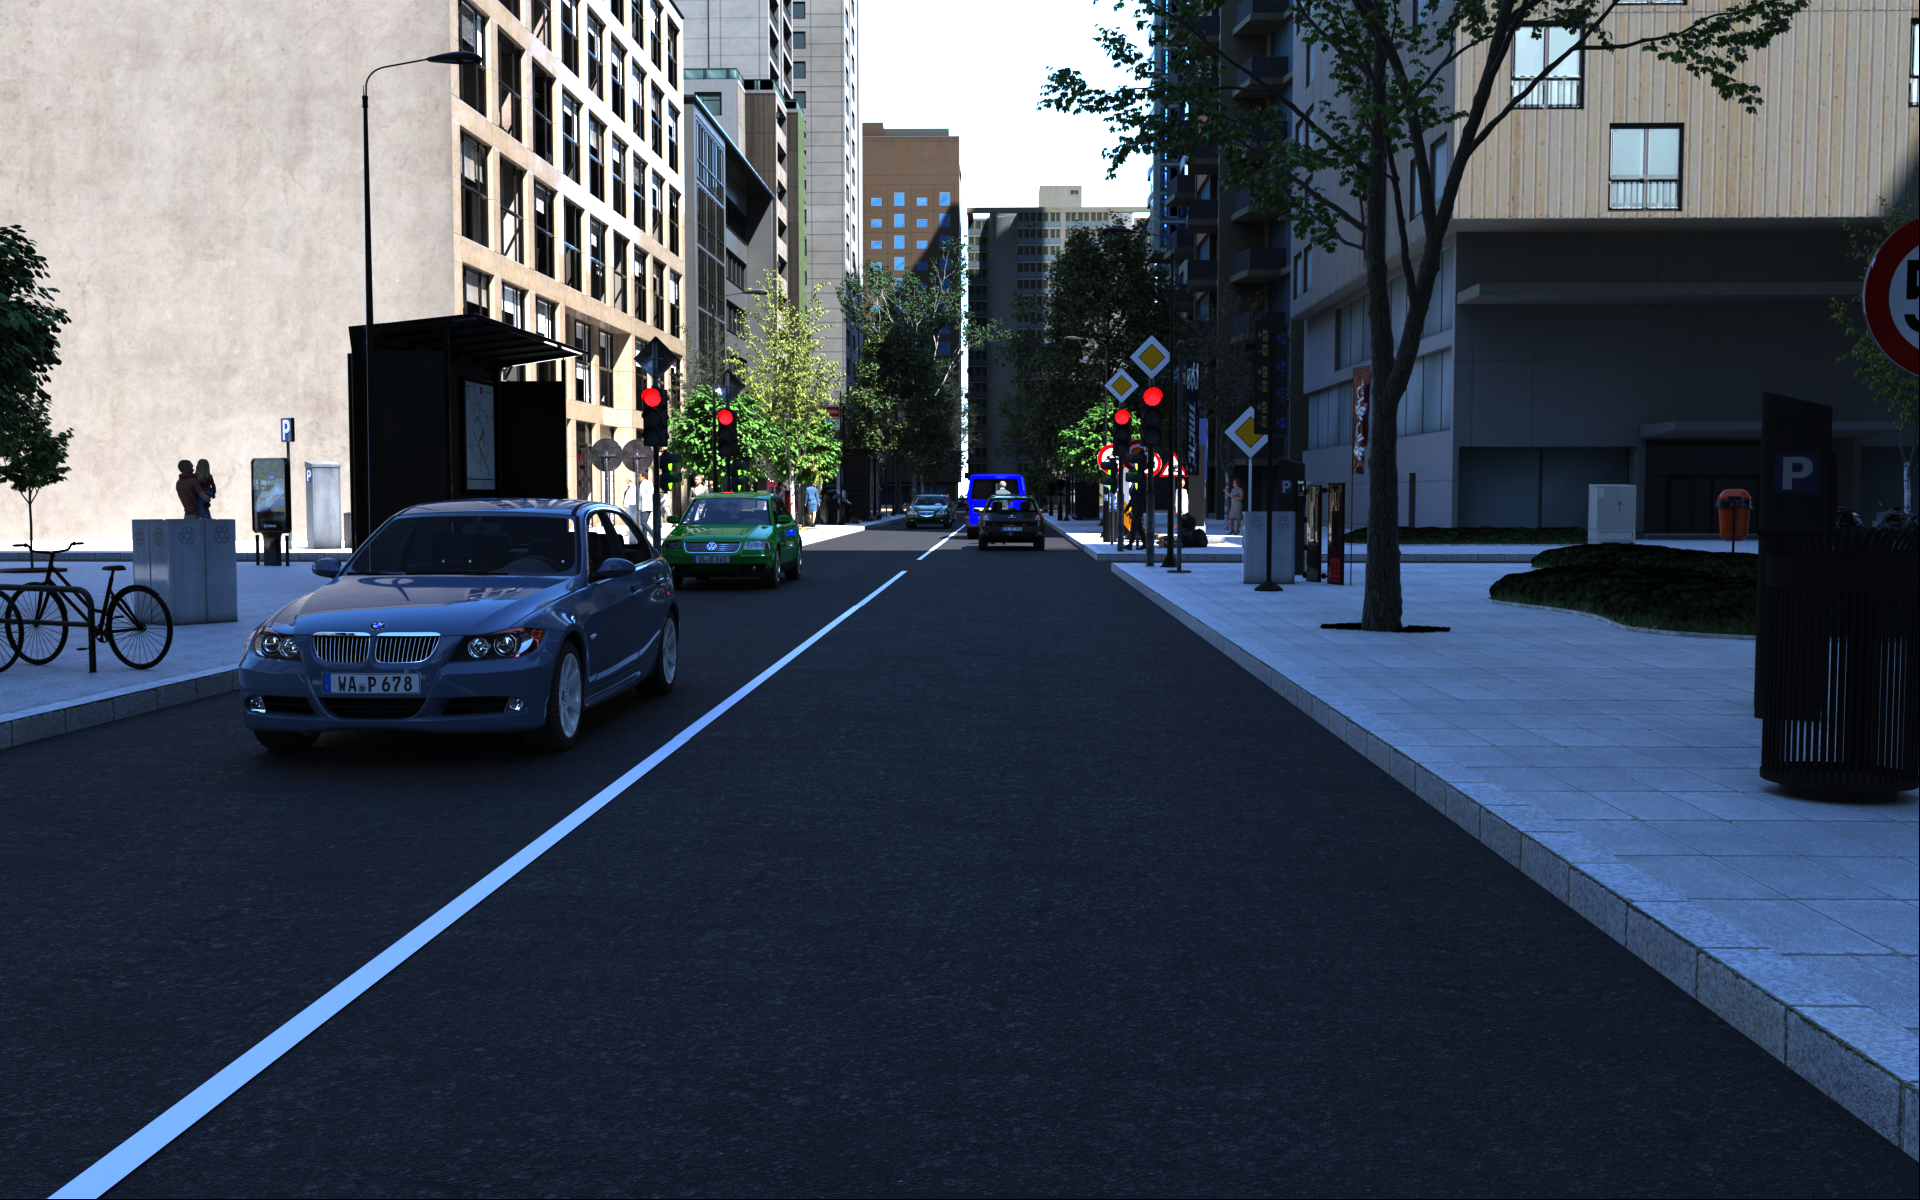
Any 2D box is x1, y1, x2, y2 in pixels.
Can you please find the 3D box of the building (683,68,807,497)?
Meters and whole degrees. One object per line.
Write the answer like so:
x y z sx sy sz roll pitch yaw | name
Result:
-18.530 -21.384 121.334 14.160 30.474 14.107 0 4 2 | building

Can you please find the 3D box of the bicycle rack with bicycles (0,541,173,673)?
-7.494 0.073 12.193 2.925 0.926 2.852 2 4 26 | bicycle rack with bicycles

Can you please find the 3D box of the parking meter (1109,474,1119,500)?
4.439 -2.719 50.167 0.399 1.863 0.255 -1 4 -19 | parking meter

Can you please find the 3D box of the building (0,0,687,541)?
-22.832 -15.855 63.752 19.350 26.468 34.151 0 4 2 | building

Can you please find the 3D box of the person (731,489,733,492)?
-10.833 -4.715 83.313 0.466 1.800 0.511 1 4 13 | person

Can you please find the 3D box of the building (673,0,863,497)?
-20.558 -44.789 170.554 20.611 71.187 20.563 0 4 2 | building

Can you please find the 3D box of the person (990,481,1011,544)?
1.143 -2.496 49.481 0.661 1.801 0.590 -2 4 -28 | person

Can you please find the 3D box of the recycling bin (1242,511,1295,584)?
4.456 -0.763 25.032 0.722 1.027 0.722 0 4 7 | recycling bin

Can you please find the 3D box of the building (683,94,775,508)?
-19.272 -16.970 96.533 14.314 24.678 30.058 0 4 2 | building

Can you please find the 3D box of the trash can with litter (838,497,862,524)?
-4.777 -3.900 75.155 1.055 1.170 0.624 1 4 19 | trash can with litter

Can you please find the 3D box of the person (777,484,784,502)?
-8.351 -4.519 80.523 0.593 1.750 0.643 2 4 27 | person

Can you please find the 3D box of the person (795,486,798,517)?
-9.194 -5.567 97.409 0.601 1.785 0.444 1 4 20 | person

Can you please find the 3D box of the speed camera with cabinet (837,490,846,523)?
-6.054 -5.005 76.171 2.038 3.252 0.660 0 4 0 | speed camera with cabinet

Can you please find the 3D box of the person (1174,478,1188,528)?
6.326 -2.630 49.786 0.760 1.731 0.466 1 4 13 | person

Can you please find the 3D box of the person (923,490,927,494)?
-3.804 -10.968 185.924 0.990 1.755 0.434 2 4 25 | person

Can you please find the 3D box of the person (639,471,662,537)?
-7.676 -2.253 42.722 0.795 1.843 0.661 1 4 18 | person

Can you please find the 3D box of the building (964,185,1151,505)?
12.687 -32.347 220.758 23.993 40.220 32.217 0 4 2 | building

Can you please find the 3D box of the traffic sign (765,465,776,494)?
-7.101 -4.050 66.320 0.768 2.556 0.104 0 4 4 | traffic sign

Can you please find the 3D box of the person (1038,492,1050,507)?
8.565 -10.447 176.873 1.348 1.821 0.705 1 4 12 | person

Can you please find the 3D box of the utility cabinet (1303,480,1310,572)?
5.582 -1.218 28.590 0.318 1.500 1.173 1 4 14 | utility cabinet

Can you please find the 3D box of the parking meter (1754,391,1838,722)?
4.772 -0.255 9.876 0.399 1.863 0.255 2 4 26 | parking meter

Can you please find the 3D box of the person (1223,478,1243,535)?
8.571 -2.946 54.569 0.532 1.782 0.716 -2 4 -32 | person

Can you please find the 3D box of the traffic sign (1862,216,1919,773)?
4.451 -0.475 7.876 0.768 2.556 0.104 0 4 3 | traffic sign

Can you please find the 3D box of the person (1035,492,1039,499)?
7.864 -9.953 169.460 1.217 1.739 0.721 -1 4 -21 | person

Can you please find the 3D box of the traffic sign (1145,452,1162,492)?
5.533 -3.104 50.862 0.768 2.556 0.104 1 4 9 | traffic sign

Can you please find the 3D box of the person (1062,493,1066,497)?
11.376 -10.779 183.009 1.217 1.736 0.721 1 4 18 | person

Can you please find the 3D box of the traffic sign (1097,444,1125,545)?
3.866 -2.682 43.952 0.768 2.556 0.104 0 4 2 | traffic sign

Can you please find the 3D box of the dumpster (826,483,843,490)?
-6.148 -4.971 87.031 1.264 1.857 1.865 0 4 1 | dumpster

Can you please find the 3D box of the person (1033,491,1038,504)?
7.626 -10.174 173.073 1.217 1.739 0.721 1 4 19 | person

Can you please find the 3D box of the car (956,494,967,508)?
0.641 -10.722 185.086 2.009 1.686 4.222 0 4 2 | car

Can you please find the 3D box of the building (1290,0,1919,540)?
26.515 -28.694 58.383 27.495 52.752 28.713 0 4 2 | building

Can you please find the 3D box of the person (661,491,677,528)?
-11.177 -3.634 65.733 0.850 1.792 0.678 -1 4 -9 | person

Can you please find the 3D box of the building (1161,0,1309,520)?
22.611 -26.813 93.015 22.147 44.769 28.867 0 4 2 | building

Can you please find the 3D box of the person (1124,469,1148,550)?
3.981 -2.064 39.565 0.755 1.850 0.659 -1 4 -17 | person

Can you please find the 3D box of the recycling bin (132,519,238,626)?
-7.743 -0.291 17.307 0.722 1.027 0.722 2 4 35 | recycling bin

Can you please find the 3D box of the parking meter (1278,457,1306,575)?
5.256 -1.330 27.460 0.255 1.863 0.399 -3 5 -44 | parking meter

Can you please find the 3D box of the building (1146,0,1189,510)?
26.509 -52.026 163.303 22.319 86.520 31.000 0 4 2 | building

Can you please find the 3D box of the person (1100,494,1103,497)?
12.064 -8.924 152.660 1.217 1.735 0.721 1 4 11 | person

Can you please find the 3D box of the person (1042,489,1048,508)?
7.824 -9.368 159.662 0.683 1.767 0.568 -1 4 -17 | person

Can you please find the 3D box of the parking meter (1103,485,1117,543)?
3.983 -2.296 45.954 0.372 1.533 0.369 0 3 0 | parking meter

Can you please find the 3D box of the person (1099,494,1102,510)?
11.304 -8.226 141.248 0.721 1.736 1.217 -1 4 -18 | person

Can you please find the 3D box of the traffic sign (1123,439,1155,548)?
4.134 -2.456 40.257 0.768 2.556 0.104 1 4 10 | traffic sign

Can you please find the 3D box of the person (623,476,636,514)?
-9.980 -2.858 52.654 0.514 1.842 0.818 2 4 32 | person

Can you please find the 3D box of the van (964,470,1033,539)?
1.254 -3.197 56.661 2.240 2.365 5.245 0 4 3 | van

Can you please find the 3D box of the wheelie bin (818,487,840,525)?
-5.460 -3.955 72.571 0.980 1.594 0.693 -2 4 -33 | wheelie bin

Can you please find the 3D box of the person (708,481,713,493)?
-9.145 -3.500 63.682 0.576 1.772 0.534 1 4 13 | person

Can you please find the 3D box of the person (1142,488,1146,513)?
12.395 -6.741 116.276 0.705 1.821 1.348 -2 4 -27 | person

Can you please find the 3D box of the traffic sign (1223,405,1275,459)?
4.324 -1.589 25.709 0.795 2.593 0.064 1 4 9 | traffic sign

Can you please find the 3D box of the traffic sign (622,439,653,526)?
-7.507 -2.457 40.274 0.768 2.556 0.104 0 4 8 | traffic sign

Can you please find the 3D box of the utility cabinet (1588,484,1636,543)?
14.845 -1.879 39.406 1.173 1.500 0.318 -2 4 -26 | utility cabinet

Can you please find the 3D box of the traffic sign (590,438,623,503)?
-8.076 -2.414 39.576 0.768 2.556 0.104 0 4 5 | traffic sign

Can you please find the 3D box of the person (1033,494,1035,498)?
7.861 -10.660 183.601 1.065 1.426 0.557 3 5 42 | person

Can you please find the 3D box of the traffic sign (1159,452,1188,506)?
6.576 -3.262 53.335 0.884 2.594 0.081 0 4 2 | traffic sign

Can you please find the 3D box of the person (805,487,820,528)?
-5.673 -3.682 66.270 0.581 1.822 0.654 1 4 9 | person

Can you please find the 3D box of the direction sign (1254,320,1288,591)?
4.101 -1.890 22.900 0.379 3.537 0.876 3 4 37 | direction sign

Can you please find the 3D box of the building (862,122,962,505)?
-6.992 -34.359 211.875 14.200 45.320 14.600 0 4 2 | building

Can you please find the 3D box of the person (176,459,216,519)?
-11.878 -1.281 26.956 0.580 1.828 0.573 -1 4 -23 | person

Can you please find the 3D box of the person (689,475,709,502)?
-6.421 -2.201 42.580 0.519 1.759 0.362 0 4 3 | person

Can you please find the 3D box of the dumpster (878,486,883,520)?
-4.569 -4.961 86.871 1.264 1.857 1.865 0 4 2 | dumpster

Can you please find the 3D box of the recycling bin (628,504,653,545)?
-7.969 -1.903 43.663 0.722 1.027 0.722 0 4 -7 | recycling bin
